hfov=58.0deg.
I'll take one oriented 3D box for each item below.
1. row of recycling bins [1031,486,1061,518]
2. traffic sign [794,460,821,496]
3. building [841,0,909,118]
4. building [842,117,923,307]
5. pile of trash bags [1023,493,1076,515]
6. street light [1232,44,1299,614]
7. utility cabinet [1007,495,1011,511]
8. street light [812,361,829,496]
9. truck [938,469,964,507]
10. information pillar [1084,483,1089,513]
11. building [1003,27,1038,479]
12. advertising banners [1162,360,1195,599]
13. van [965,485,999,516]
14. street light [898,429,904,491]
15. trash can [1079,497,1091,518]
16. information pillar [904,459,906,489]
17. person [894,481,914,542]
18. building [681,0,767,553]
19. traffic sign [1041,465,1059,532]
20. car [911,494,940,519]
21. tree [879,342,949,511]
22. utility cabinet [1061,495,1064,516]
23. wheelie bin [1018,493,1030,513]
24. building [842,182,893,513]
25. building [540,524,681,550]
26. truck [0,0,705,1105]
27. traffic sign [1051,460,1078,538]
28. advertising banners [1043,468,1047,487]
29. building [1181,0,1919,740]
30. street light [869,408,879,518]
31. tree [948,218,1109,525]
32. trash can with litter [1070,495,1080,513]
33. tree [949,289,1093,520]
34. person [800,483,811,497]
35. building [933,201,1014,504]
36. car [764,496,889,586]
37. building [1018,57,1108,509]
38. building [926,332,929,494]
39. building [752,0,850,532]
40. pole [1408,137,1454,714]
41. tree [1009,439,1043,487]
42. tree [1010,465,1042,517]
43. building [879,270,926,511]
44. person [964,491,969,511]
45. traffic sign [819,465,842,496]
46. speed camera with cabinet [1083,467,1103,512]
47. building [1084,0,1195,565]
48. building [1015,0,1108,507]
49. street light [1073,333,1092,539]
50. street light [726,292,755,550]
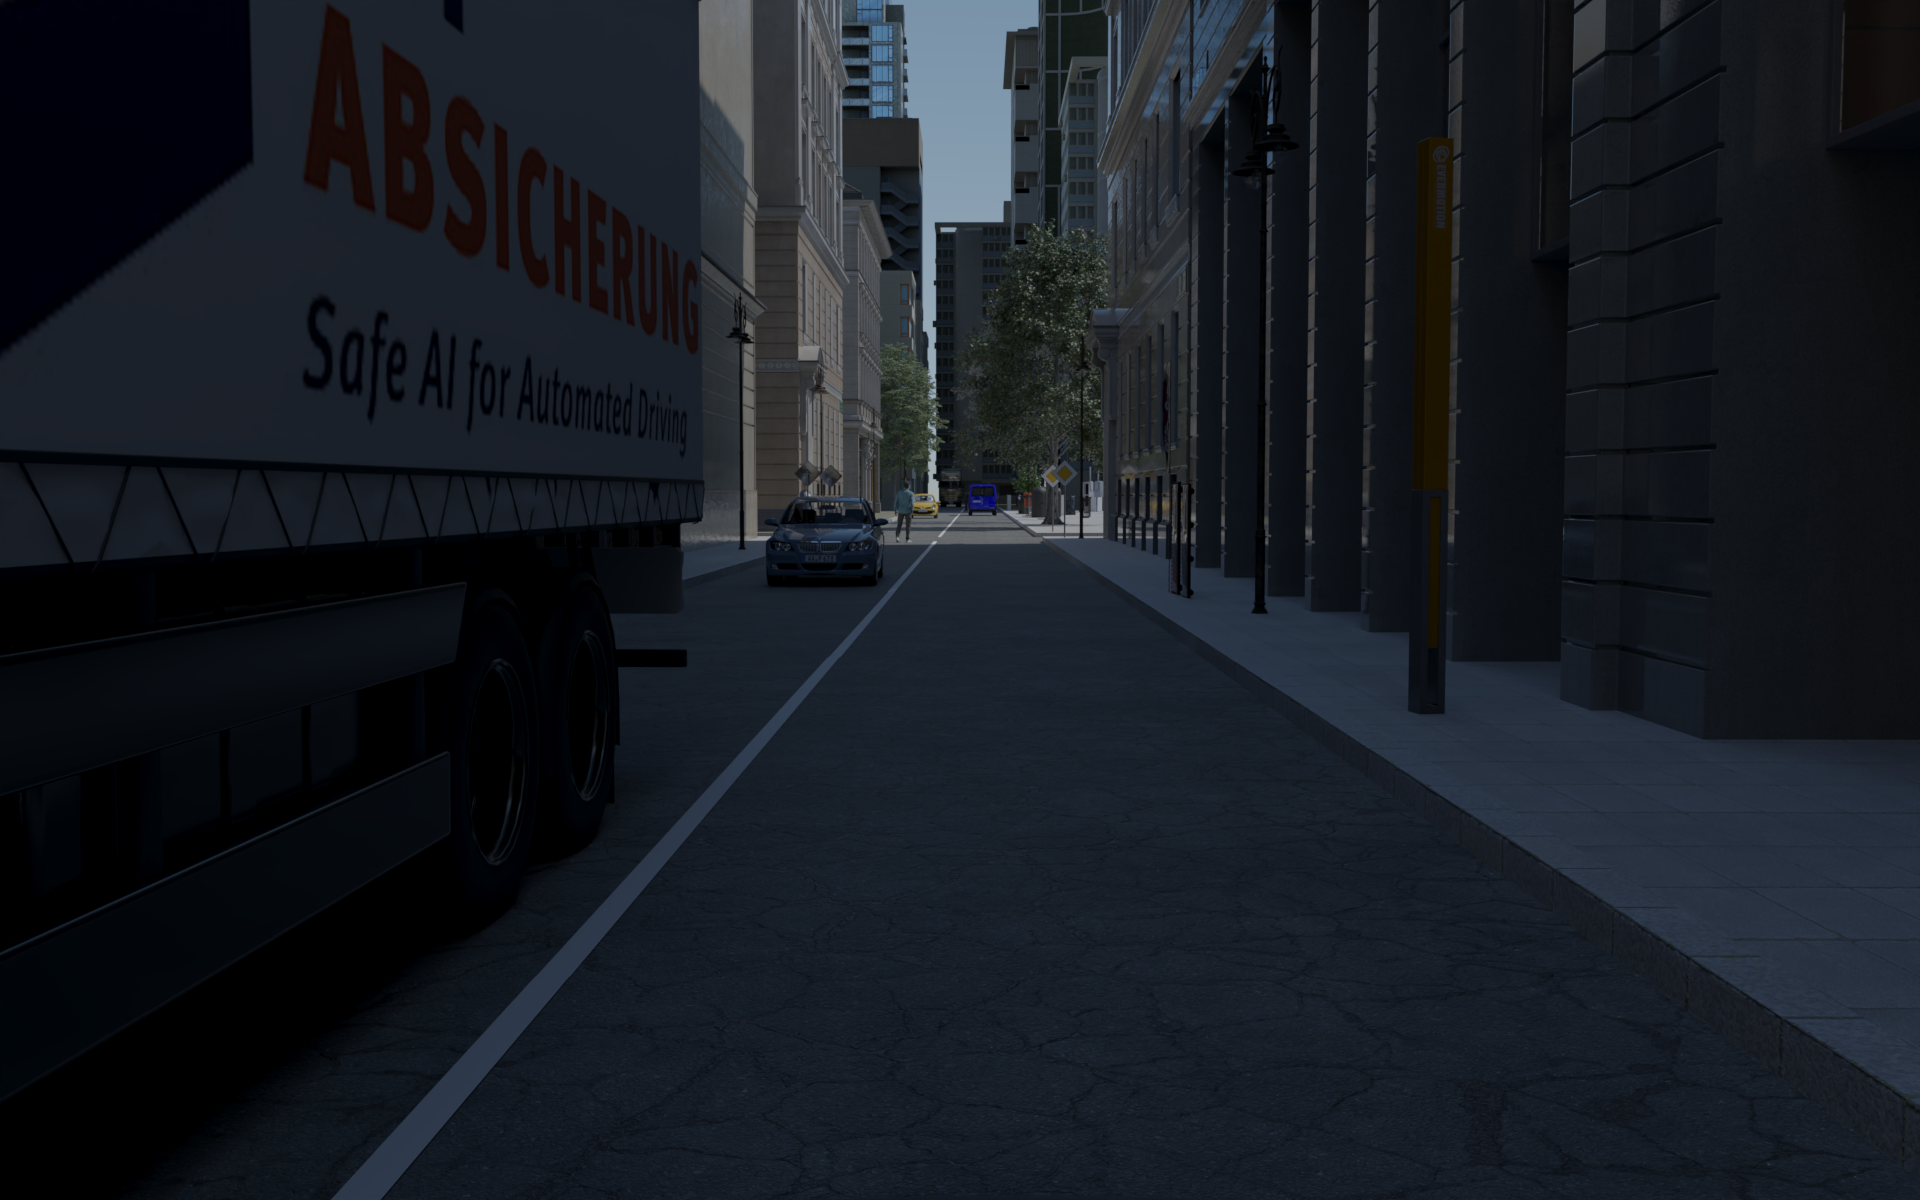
[{"bbox_3d":[4.714,-5.385,95.153,1.069,1.692,3.534,1,4,20],"label":"row of recycling bins"},{"bbox_3d":[-4.473,-2.892,50.921,0.795,2.450,0.064,0,4,1],"label":"traffic sign"},{"bbox_3d":[-19.823,-55.940,227.282,31.000,86.520,22.319,0,4,1],"label":"building"},{"bbox_3d":[-11.623,-33.782,202.442,14.200,45.320,14.600,0,4,1],"label":"building"},{"bbox_3d":[5.527,-5.923,106.596,3.447,1.369,1.912,1,4,19],"label":"pile of trash bags"},{"bbox_3d":[3.222,-2.792,18.443,0.468,5.910,1.993,0,4,1],"label":"street light"},{"bbox_3d":[3.773,-7.471,133.317,0.306,1.237,1.020,0,4,-1],"label":"utility cabinet"},{"bbox_3d":[-4.810,-5.340,60.092,0.468,5.910,1.993,0,4,1],"label":"street light"},{"bbox_3d":[-0.992,-12.521,193.634,2.839,4.237,11.283,0,3,0],"label":"truck"},{"bbox_3d":[8.468,-6.813,115.881,0.304,2.012,0.304,0,4,-6],"label":"information pillar"},{"bbox_3d":[19.357,-37.047,194.953,28.713,52.752,27.495,0,4,1],"label":"building"},{"bbox_3d":[2.768,-1.585,22.099,0.090,3.025,2.074,0,4,-2],"label":"advertising banners"},{"bbox_3d":[1.494,-6.815,115.814,2.240,2.365,5.245,0,3,0],"label":"van"},{"bbox_3d":[-4.222,-9.200,123.199,0.468,5.910,1.993,0,4,1],"label":"street light"},{"bbox_3d":[6.697,-4.956,92.684,0.748,1.137,0.748,0,3,0],"label":"trash can"},{"bbox_3d":[-3.691,-7.660,116.590,0.183,3.616,0.504,0,4,6],"label":"information pillar"},{"bbox_3d":[-1.675,-2.616,51.291,0.660,1.820,0.620,1,4,17],"label":"person"},{"bbox_3d":[-20.183,-12.794,42.469,30.059,22.955,16.112,0,4,1],"label":"building"},{"bbox_3d":[3.150,-3.374,58.811,0.795,2.450,0.064,0,4,1],"label":"traffic sign"},{"bbox_3d":[-2.166,-5.648,102.575,2.015,1.641,3.980,0,4,0],"label":"car"},{"bbox_3d":[-4.540,-12.953,129.911,7.486,12.596,7.792,0,3,0],"label":"tree"},{"bbox_3d":[5.713,-5.581,102.404,0.306,1.237,1.020,3,5,43],"label":"utility cabinet"},{"bbox_3d":[4.250,-6.439,113.183,0.980,1.594,0.693,-3,5,-44],"label":"wheelie bin"},{"bbox_3d":[-10.053,-15.135,98.368,10.553,20.767,40.483,0,4,1],"label":"building"},{"bbox_3d":[-11.420,-11.866,23.686,12.332,23.373,15.834,0,4,1],"label":"building"},{"bbox_3d":[-2.756,-0.903,3.675,2.839,4.237,11.283,0,4,2],"label":"truck"},{"bbox_3d":[3.071,-2.886,50.826,0.795,2.450,0.064,0,4,1],"label":"traffic sign"},{"bbox_3d":[6.080,-7.360,116.522,0.090,3.025,2.074,2,4,30],"label":"advertising banners"},{"bbox_3d":[9.332,-14.543,15.276,11.434,29.767,29.804,0,4,1],"label":"building"},{"bbox_3d":[-4.545,-7.262,91.529,0.468,5.910,1.993,0,4,1],"label":"street light"},{"bbox_3d":[3.992,-9.484,72.065,9.611,12.733,9.660,0,3,0],"label":"tree"},{"bbox_3d":[8.102,-6.707,120.721,1.678,1.210,2.233,2,4,30],"label":"trash can with litter"},{"bbox_3d":[4.356,-10.821,87.286,12.009,13.543,11.850,0,3,0],"label":"tree"},{"bbox_3d":[-5.024,-2.918,56.236,0.581,1.822,0.654,-2,4,-28],"label":"person"},{"bbox_3d":[8.450,-33.045,232.166,23.993,40.220,32.217,0,4,1],"label":"building"},{"bbox_3d":[-2.173,-1.018,28.640,2.014,1.417,4.499,0,4,-1],"label":"car"},{"bbox_3d":[21.276,-27.931,148.549,32.217,40.220,23.993,0,4,1],"label":"building"},{"bbox_3d":[-17.428,-20.401,178.599,27.650,21.520,28.899,0,4,1],"label":"building"},{"bbox_3d":[-11.518,-17.247,67.895,13.634,28.700,20.117,0,4,1],"label":"building"},{"bbox_3d":[2.738,-0.992,10.067,0.158,3.312,0.155,0,3,0],"label":"pole"},{"bbox_3d":[5.038,-11.285,134.865,4.360,8.622,3.978,0,3,0],"label":"tree"},{"bbox_3d":[3.963,-7.081,110.379,1.663,3.219,1.824,0,3,0],"label":"tree"},{"bbox_3d":[-17.392,-18.577,148.765,27.650,21.520,28.899,0,4,1],"label":"building"},{"bbox_3d":[0.648,-8.648,150.693,0.445,1.727,0.742,-3,5,-44],"label":"person"},{"bbox_3d":[-4.394,-3.380,58.906,0.795,2.450,0.064,0,4,1],"label":"traffic sign"},{"bbox_3d":[9.648,-8.069,126.263,0.660,3.252,2.038,2,4,33],"label":"speed camera with cabinet"},{"bbox_3d":[10.337,-15.554,40.213,13.634,28.700,20.117,0,4,1],"label":"building"},{"bbox_3d":[16.018,-44.781,170.414,20.563,71.187,20.611,0,4,1],"label":"building"},{"bbox_3d":[3.506,-4.715,49.879,0.468,5.910,1.993,0,4,1],"label":"street light"},{"bbox_3d":[-5.035,-4.102,39.853,0.468,5.910,1.993,0,4,1],"label":"street light"}]
